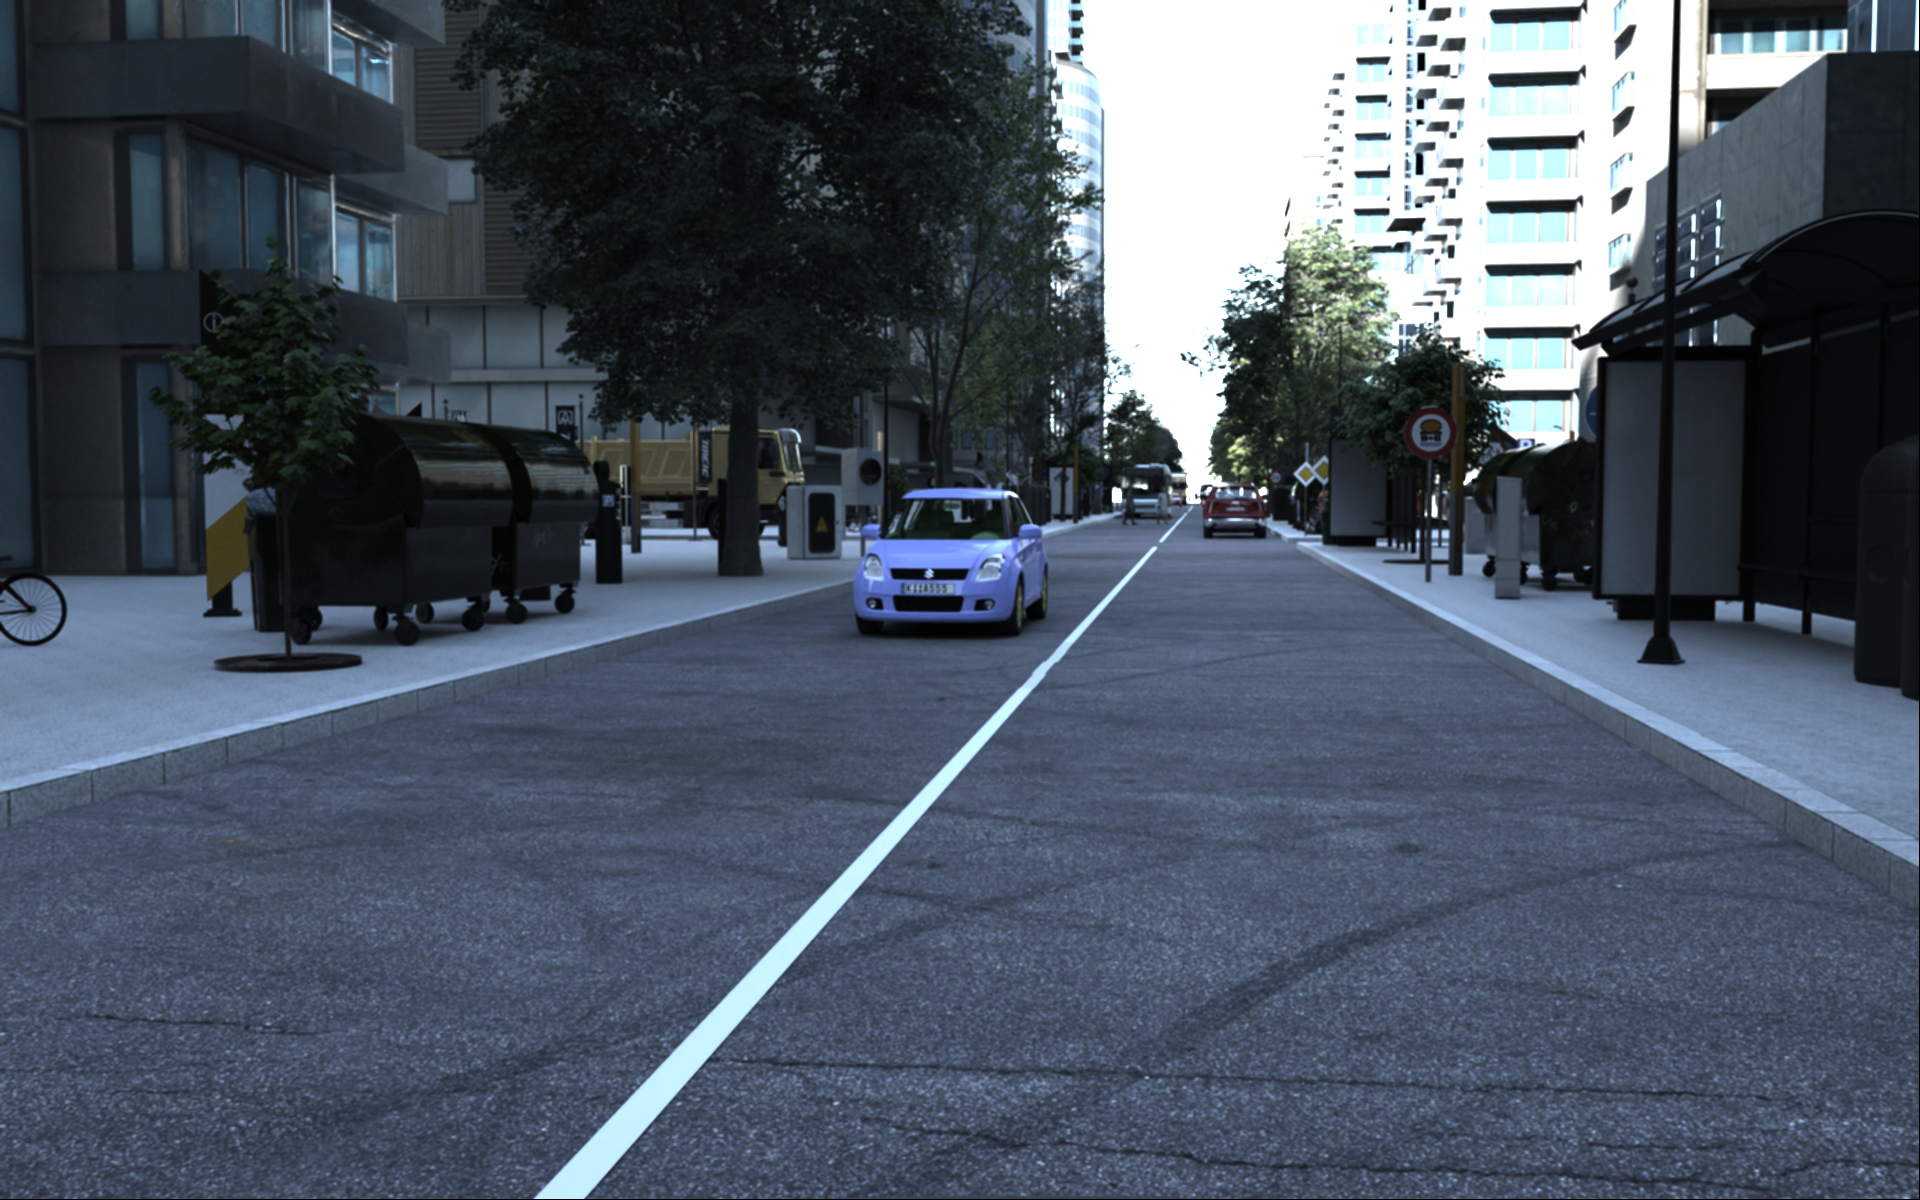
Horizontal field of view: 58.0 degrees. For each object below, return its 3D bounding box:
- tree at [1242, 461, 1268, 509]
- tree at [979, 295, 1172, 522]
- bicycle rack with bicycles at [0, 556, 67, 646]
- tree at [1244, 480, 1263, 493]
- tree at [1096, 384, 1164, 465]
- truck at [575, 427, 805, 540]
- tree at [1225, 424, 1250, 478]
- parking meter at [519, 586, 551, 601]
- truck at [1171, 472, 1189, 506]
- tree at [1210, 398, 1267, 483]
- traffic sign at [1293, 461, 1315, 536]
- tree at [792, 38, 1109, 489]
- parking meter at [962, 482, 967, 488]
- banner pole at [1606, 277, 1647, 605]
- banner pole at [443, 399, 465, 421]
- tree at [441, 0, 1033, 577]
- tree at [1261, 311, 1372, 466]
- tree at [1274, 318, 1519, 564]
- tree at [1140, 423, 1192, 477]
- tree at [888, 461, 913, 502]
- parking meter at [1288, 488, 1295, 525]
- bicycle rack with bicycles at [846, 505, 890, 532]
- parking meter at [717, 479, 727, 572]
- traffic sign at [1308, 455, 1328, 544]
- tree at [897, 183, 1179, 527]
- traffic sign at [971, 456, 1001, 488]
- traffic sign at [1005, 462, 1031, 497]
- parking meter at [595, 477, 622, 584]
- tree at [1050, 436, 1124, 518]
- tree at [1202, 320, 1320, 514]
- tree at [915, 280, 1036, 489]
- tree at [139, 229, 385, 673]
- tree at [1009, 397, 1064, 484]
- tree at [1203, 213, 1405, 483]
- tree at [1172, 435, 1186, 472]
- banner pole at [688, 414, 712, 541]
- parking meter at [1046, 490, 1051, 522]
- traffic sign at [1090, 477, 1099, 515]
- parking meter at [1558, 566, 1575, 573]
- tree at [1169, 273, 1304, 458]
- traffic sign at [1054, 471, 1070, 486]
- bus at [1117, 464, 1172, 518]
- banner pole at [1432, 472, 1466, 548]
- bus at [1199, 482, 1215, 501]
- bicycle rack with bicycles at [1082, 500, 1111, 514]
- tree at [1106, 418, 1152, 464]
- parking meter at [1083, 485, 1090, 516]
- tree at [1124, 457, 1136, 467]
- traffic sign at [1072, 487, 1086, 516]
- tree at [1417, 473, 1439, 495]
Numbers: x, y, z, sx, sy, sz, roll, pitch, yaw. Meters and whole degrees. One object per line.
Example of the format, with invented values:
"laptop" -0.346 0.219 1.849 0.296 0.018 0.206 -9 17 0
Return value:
"tree" 21.422 -8.374 120.622 4.285 4.588 4.351 0 3 0
"tree" 4.671 -8.930 80.417 8.767 10.594 7.601 1 4 17
"bicycle rack with bicycles" -9.080 -0.016 13.638 2.925 0.926 2.852 0 4 4
"tree" 23.143 -8.635 135.782 1.663 3.219 1.824 0 3 0
"tree" 17.615 -15.916 178.358 7.486 12.596 7.792 0 3 0
"truck" -8.652 -3.372 51.056 9.791 3.379 3.469 0 4 7
"tree" 27.602 -13.268 167.289 4.360 8.622 3.978 0 3 0
"parking meter" -5.145 -0.764 20.910 0.372 1.533 0.369 0 3 0
"truck" 27.566 -14.082 219.151 2.839 4.237 11.283 0 4 8
"tree" 29.104 -15.373 177.101 9.928 11.665 9.643 0 3 0
"traffic sign" 10.453 -2.980 52.373 0.795 2.450 0.064 0 4 8
"tree" -0.460 -6.999 40.185 9.928 11.665 9.643 0 3 0
"parking meter" 0.218 -4.926 86.255 0.255 1.863 0.399 0 4 1
"banner pole" 7.710 -1.823 19.818 0.401 3.779 0.863 0 4 6
"banner pole" -13.345 -3.409 45.762 0.401 3.779 0.863 3 5 44
"tree" -3.476 -7.357 26.942 9.857 13.997 8.962 0 3 0
"tree" 14.188 -7.259 69.054 4.737 8.622 4.395 0 3 0
"tree" 8.723 -2.967 32.221 4.285 4.588 4.351 0 3 0
"tree" 33.349 -22.456 284.170 9.611 12.733 9.660 0 3 0
"tree" -3.152 -5.936 91.649 1.663 3.219 1.824 0 3 0
"parking meter" 13.925 -3.915 72.420 0.372 1.533 0.369 0 3 0
"bicycle rack with bicycles" -3.539 -2.771 58.685 2.925 0.926 2.852 1 4 22
"parking meter" -3.790 -1.225 28.441 0.372 1.533 0.369 0 3 0
"traffic sign" 9.338 -2.497 44.465 0.795 2.450 0.064 0 4 8
"tree" 2.607 -9.646 68.079 12.009 13.543 11.850 0 3 0
"traffic sign" 0.682 -2.572 45.702 0.795 2.450 0.064 0 4 8
"traffic sign" 1.797 -3.056 53.609 0.795 2.450 0.064 0 4 8
"parking meter" -5.045 -1.006 24.862 0.372 1.533 0.369 0 3 0
"tree" 6.347 -6.807 95.003 4.285 4.588 4.351 0 3 0
"tree" 20.311 -11.810 111.221 7.486 12.596 7.792 0 3 0
"tree" 0.834 -6.623 58.652 4.737 8.622 4.395 0 3 0
"tree" -5.141 -1.113 12.795 1.663 3.219 1.824 0 3 0
"tree" 5.281 -10.548 122.819 4.360 8.622 3.978 0 3 0
"tree" 16.031 -10.637 80.563 9.857 13.997 8.962 0 3 0
"tree" 29.075 -19.393 251.490 8.767 10.594 7.601 2 4 33
"banner pole" -7.101 -3.514 47.479 0.863 3.779 0.401 2 4 32
"parking meter" 3.930 -4.294 78.625 0.372 1.533 0.369 0 3 0
"traffic sign" 8.047 -6.445 105.481 0.768 2.556 0.104 1 4 17
"parking meter" 9.898 -1.212 28.220 0.372 1.533 0.369 0 3 0
"tree" 24.150 -18.020 150.511 12.611 20.169 13.585 0 3 0
"traffic sign" 5.033 -5.179 85.860 0.795 2.450 0.064 1 4 10
"bus" 11.346 -6.721 104.751 2.948 3.499 13.247 1 4 9
"banner pole" 11.777 -3.154 41.586 0.863 3.779 0.401 0 4 -6
"bus" 38.446 -16.709 268.058 2.948 3.499 13.247 1 4 9
"bicycle rack with bicycles" 8.603 -6.188 114.549 2.925 0.926 2.852 -1 4 -19
"tree" 16.431 -13.290 167.649 4.737 8.622 4.395 0 3 0
"parking meter" 7.332 -5.797 100.489 0.399 1.863 0.255 2 4 29
"tree" 12.467 -9.328 136.223 4.285 4.588 4.351 0 3 0
"traffic sign" 6.141 -6.453 99.379 2.265 3.308 0.079 1 4 15
"tree" 18.858 -4.641 70.483 1.663 3.219 1.824 0 3 0
